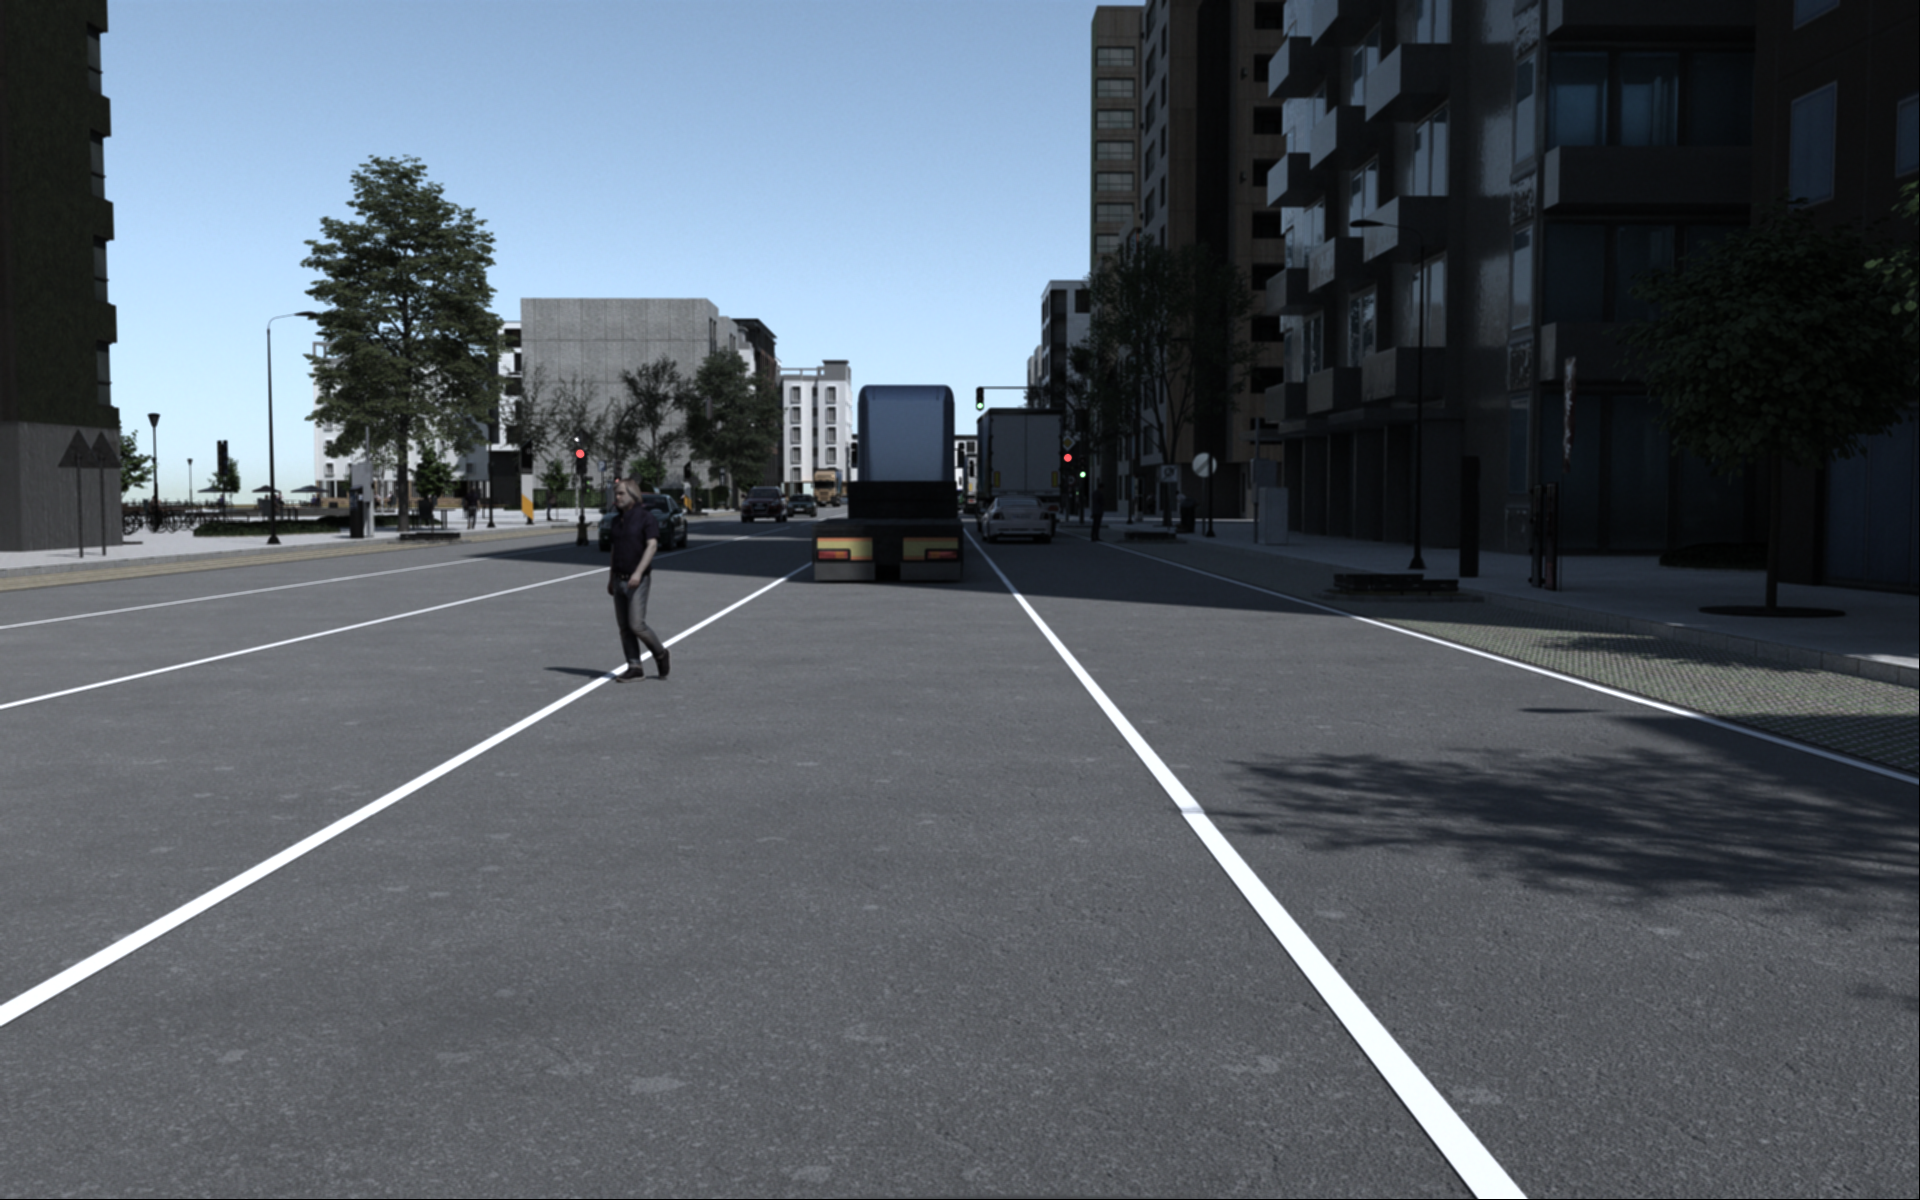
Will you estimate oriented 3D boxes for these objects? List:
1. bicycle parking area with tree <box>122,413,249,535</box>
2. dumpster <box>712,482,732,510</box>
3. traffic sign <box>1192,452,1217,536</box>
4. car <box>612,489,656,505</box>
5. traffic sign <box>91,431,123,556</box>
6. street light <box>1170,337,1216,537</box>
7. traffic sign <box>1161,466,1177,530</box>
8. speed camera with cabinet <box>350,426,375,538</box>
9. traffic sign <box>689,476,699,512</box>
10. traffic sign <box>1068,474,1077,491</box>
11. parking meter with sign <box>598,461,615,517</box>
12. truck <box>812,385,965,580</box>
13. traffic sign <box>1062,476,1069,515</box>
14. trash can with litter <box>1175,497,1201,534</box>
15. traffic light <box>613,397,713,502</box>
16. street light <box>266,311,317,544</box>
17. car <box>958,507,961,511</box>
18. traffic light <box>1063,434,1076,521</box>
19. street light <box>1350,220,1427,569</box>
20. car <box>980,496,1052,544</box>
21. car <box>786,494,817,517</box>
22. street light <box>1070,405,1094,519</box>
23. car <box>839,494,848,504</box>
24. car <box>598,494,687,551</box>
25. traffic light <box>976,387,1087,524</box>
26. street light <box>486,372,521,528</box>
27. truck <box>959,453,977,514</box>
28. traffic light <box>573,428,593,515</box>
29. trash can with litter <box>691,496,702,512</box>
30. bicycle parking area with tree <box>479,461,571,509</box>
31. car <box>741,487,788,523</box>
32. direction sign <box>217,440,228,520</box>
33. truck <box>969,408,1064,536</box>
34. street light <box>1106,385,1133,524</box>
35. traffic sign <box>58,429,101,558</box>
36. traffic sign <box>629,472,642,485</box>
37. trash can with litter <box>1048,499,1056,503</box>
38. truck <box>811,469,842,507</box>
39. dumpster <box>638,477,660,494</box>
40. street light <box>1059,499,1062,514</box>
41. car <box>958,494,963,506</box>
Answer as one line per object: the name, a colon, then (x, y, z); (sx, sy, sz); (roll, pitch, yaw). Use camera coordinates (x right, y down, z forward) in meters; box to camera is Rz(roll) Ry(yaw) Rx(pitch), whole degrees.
bicycle parking area with tree: (-29.326, -4.420, 59.262); (9.016, 4.147, 8.231); (2, 4, 24)
dumpster: (-18.972, -8.270, 137.702); (1.502, 2.255, 1.985); (0, 4, -1)
traffic sign: (7.490, -3.244, 53.141); (0.768, 2.556, 0.104); (0, 4, 7)
car: (-13.279, -3.853, 72.039); (2.155, 1.783, 4.494); (0, 4, 1)
traffic sign: (-17.829, -2.202, 36.007); (0.884, 2.594, 0.081); (0, 4, 2)
street light: (6.924, -4.826, 51.452); (1.470, 5.913, 1.316); (0, 4, -1)
traffic sign: (7.373, -3.607, 61.111); (0.606, 2.300, 0.079); (0, 4, 5)
speed camera with cabinet: (-17.678, -3.480, 51.232); (0.660, 3.252, 2.038); (-1, 4, -17)
traffic sign: (-18.435, -7.335, 120.038); (0.768, 2.556, 0.104); (0, 4, 7)
traffic sign: (7.014, -6.717, 109.930); (0.768, 2.556, 0.104); (0, 4, 1)
parking meter with sign: (-18.323, -5.847, 91.859); (0.543, 3.016, 1.738); (3, 4, 37)
truck: (-1.264, -2.886, 36.940); (2.967, 4.110, 18.799); (0, 4, -1)
traffic sign: (6.442, -6.607, 108.133); (0.768, 2.556, 0.104); (0, 4, 0)
trash can with litter: (7.432, -2.770, 56.680); (0.624, 1.170, 1.055); (2, 4, 26)
traffic light: (-13.993, -6.521, 81.281); (4.771, 5.953, 1.251); (0, 4, -1)
street light: (-17.044, -4.383, 44.198); (1.470, 5.913, 1.316); (0, 4, -1)
car: (-0.965, -2.439, 51.879); (2.014, 1.417, 4.499); (0, 4, 0)
traffic light: (5.035, -5.664, 81.532); (0.839, 4.253, 0.868); (0, 4, -1)
street light: (7.294, -3.483, 29.488); (1.470, 5.913, 1.316); (0, 4, -1)
car: (1.654, -2.396, 51.533); (2.083, 1.381, 4.827); (0, 4, -3)
car: (-9.851, -5.991, 107.734); (2.009, 1.686, 4.222); (0, 4, -1)
street light: (6.445, -7.233, 90.802); (1.470, 5.913, 1.316); (0, 4, -1)
car: (-14.906, -12.871, 222.445); (2.014, 1.417, 4.499); (0, 4, -2)
car: (-8.203, -2.033, 45.034); (2.131, 1.459, 4.920); (0, 4, -2)
traffic light: (3.059, -6.037, 73.377); (4.771, 5.953, 1.251); (0, 4, -1)
street light: (-17.389, -5.720, 66.060); (1.470, 5.913, 1.316); (0, 4, -1)
truck: (1.497, -8.330, 125.108); (2.839, 4.237, 11.283); (0, 4, -2)
traffic light: (-15.970, -5.157, 73.232); (0.839, 4.253, 0.868); (0, 4, -1)
trash can with litter: (-18.655, -6.752, 121.779); (1.055, 1.170, 0.624); (0, 4, 3)
bicycle parking area with tree: (-37.996, -9.995, 150.427); (8.231, 4.147, 9.016); (-1, 4, -12)
car: (-9.991, -4.889, 88.602); (2.281, 1.827, 5.304); (0, 4, -1)
direction sign: (-31.176, -4.973, 73.300); (0.876, 3.537, 0.379); (3, 5, 42)
truck: (1.939, -4.467, 61.956); (2.839, 4.237, 11.283); (0, 4, -2)
street light: (6.695, -6.178, 73.557); (1.470, 5.913, 1.316); (0, 4, -1)
traffic sign: (-17.691, -2.128, 34.799); (0.884, 2.594, 0.081); (0, 4, 2)
traffic sign: (-18.638, -6.077, 99.469); (0.768, 2.556, 0.104); (0, 4, 4)
trash can with litter: (6.512, -6.781, 122.256); (0.624, 1.170, 1.055); (0, 4, -2)
truck: (-14.781, -12.509, 193.430); (2.839, 4.237, 11.283); (0, 4, 0)
dumpster: (-18.448, -6.047, 101.355); (1.502, 2.255, 1.985); (0, 4, -1)
street light: (6.077, -8.570, 112.663); (1.470, 5.913, 1.316); (0, 4, -1)
car: (0.702, -12.196, 208.194); (1.959, 1.807, 4.718); (0, 4, -1)
